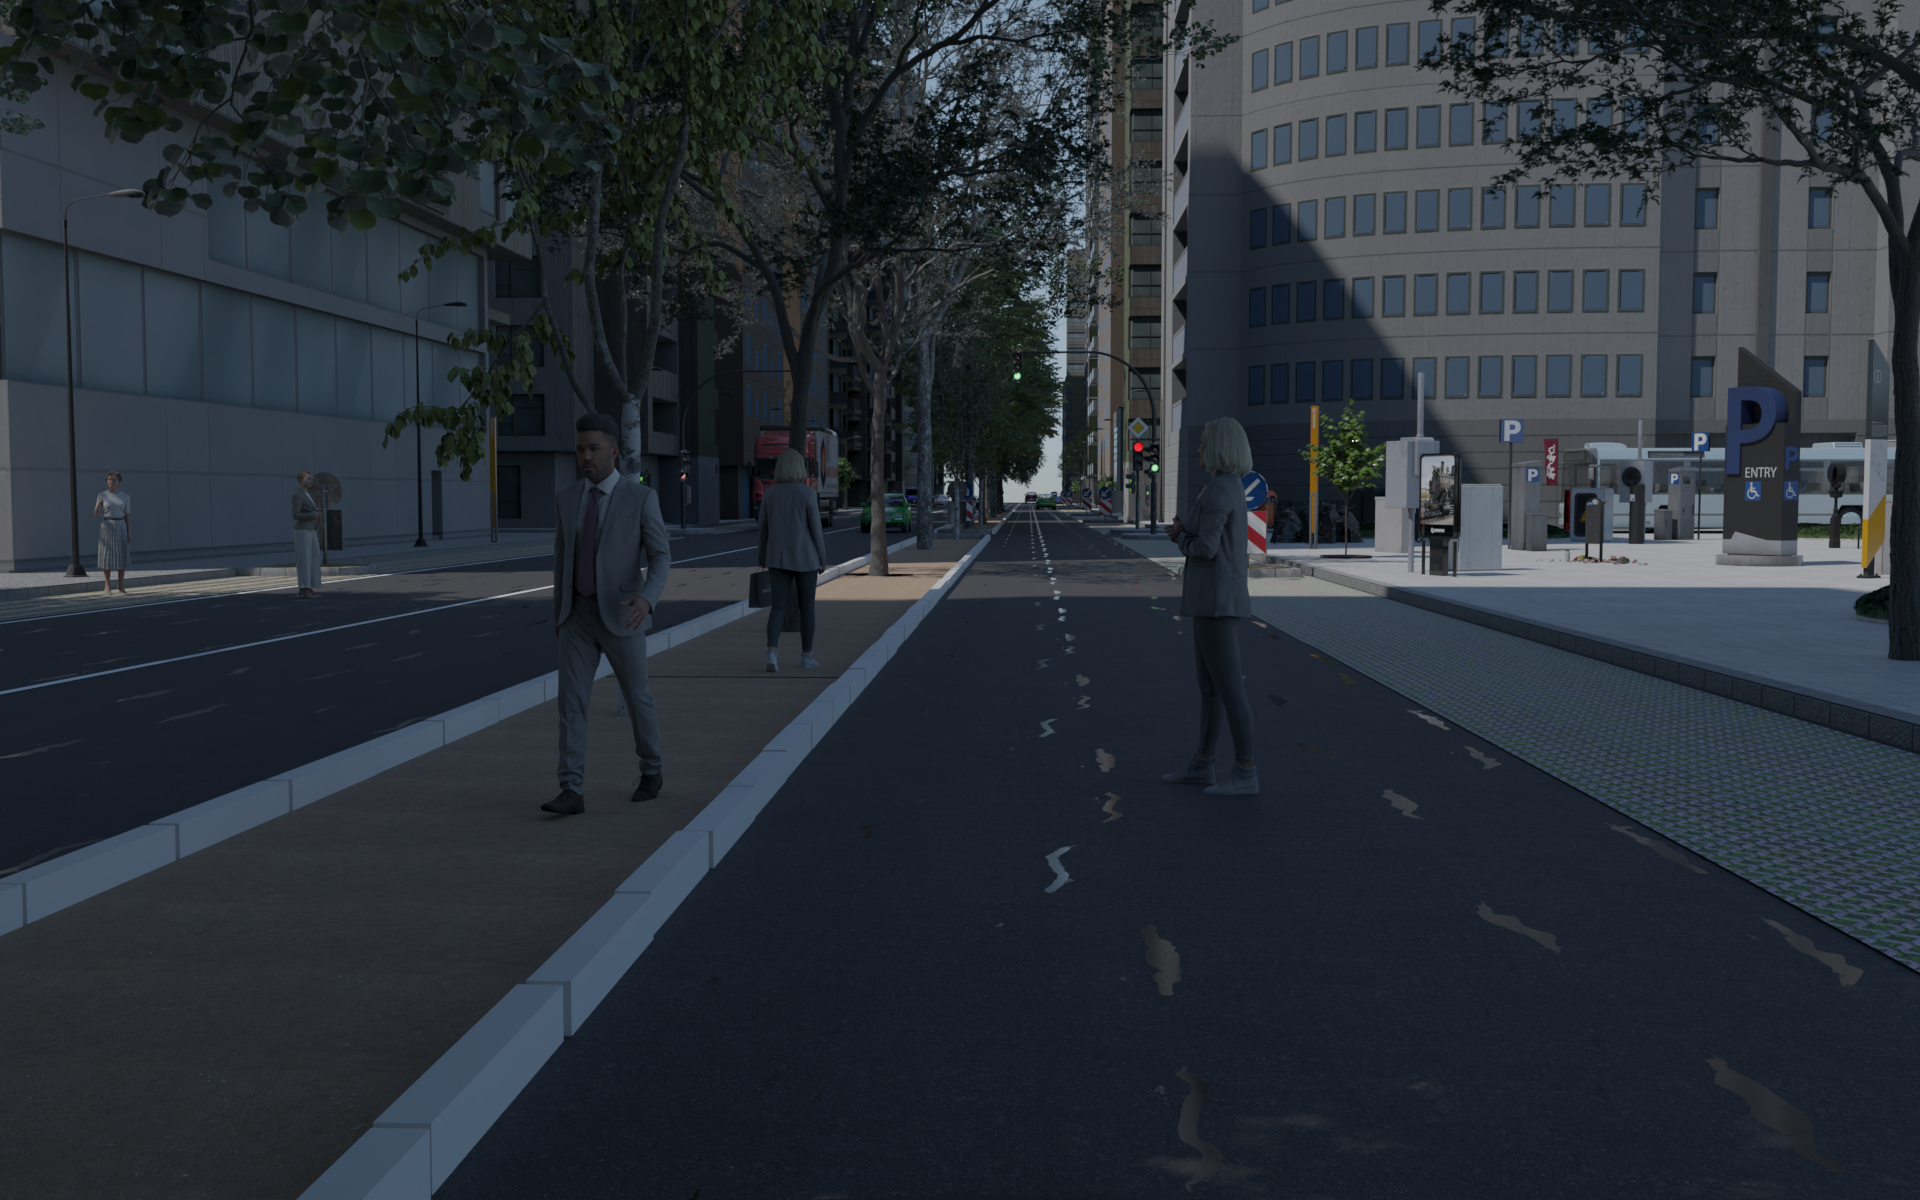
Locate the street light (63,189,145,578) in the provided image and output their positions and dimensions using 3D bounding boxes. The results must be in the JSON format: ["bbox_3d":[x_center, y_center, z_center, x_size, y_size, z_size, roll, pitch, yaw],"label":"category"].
[{"bbox_3d":[-13.128,-3.305,26.579,1.470,5.913,1.316,0,4,2],"label":"street light"}]

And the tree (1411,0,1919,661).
[{"bbox_3d":[7.009,-4.815,13.139,7.601,10.594,8.767,0,4,-1],"label":"tree"}]

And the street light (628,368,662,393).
[{"bbox_3d":[-11.617,-5.575,63.700,1.470,5.913,1.316,0,4,2],"label":"street light"}]

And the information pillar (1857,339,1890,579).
[{"bbox_3d":[13.918,-2.139,26.330,0.504,3.616,0.183,-2,4,-32],"label":"information pillar"}]

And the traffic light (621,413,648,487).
[{"bbox_3d":[-10.470,-4.081,55.646,0.839,4.253,0.868,0,4,2],"label":"traffic light"}]

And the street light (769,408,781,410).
[{"bbox_3d":[-10.346,-7.401,93.555,1.470,5.913,1.316,0,4,2],"label":"street light"}]

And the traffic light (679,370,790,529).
[{"bbox_3d":[-8.059,-5.438,63.577,4.771,5.953,1.251,0,4,2],"label":"traffic light"}]

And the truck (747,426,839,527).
[{"bbox_3d":[-6.889,-5.154,73.174,2.839,4.237,11.283,0,4,2],"label":"truck"}]

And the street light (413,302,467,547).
[{"bbox_3d":[-12.582,-4.245,41.947,1.470,5.913,1.316,0,4,2],"label":"street light"}]

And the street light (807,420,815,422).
[{"bbox_3d":[-9.764,-8.315,108.485,1.470,5.913,1.316,0,4,2],"label":"street light"}]

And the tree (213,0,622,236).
[{"bbox_3d":[-2.549,-5.747,3.077,9.857,13.997,8.962,0,3,0],"label":"tree"}]

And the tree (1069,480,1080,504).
[{"bbox_3d":[15.400,-14.442,230.721,1.663,3.219,1.824,0,3,0],"label":"tree"}]

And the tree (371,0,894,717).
[{"bbox_3d":[-2.163,-3.566,11.119,4.737,8.622,4.395,0,3,0],"label":"tree"}]

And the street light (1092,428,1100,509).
[{"bbox_3d":[10.251,-9.133,121.873,1.470,5.913,1.316,0,4,2],"label":"street light"}]

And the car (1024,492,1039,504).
[{"bbox_3d":[10.756,-15.432,260.992,2.281,1.827,5.304,0,4,2],"label":"car"}]

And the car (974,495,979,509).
[{"bbox_3d":[0.977,-9.156,162.281,1.945,1.354,3.894,0,4,3],"label":"car"}]

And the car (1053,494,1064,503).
[{"bbox_3d":[13.508,-14.180,241.439,1.945,1.707,3.694,0,4,3],"label":"car"}]

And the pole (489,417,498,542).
[{"bbox_3d":[-12.382,-3.188,45.960,0.158,3.312,0.155,0,3,0],"label":"pole"}]

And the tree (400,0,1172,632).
[{"bbox_3d":[-1.781,-4.920,17.307,8.767,10.594,7.601,0,4,2],"label":"tree"}]

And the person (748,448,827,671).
[{"bbox_3d":[-1.444,-0.328,14.047,0.709,1.800,0.728,1,4,18],"label":"person"}]

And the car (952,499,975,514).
[{"bbox_3d":[0.152,-6.712,122.319,1.945,1.354,3.894,0,4,4],"label":"car"}]

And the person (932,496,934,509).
[{"bbox_3d":[-2.655,-9.166,161.547,0.628,1.438,0.799,-3,5,-43],"label":"person"}]

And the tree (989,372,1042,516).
[{"bbox_3d":[2.037,-11.378,114.237,9.928,11.665,9.643,0,3,0],"label":"tree"}]

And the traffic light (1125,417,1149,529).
[{"bbox_3d":[6.446,-4.530,62.983,0.839,4.253,0.868,0,4,2],"label":"traffic light"}]

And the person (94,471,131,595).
[{"bbox_3d":[-11.958,-0.942,24.473,0.480,1.755,0.524,-3,4,-37],"label":"person"}]

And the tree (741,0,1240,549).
[{"bbox_3d":[0.269,-11.304,43.159,12.611,20.169,13.585,0,3,0],"label":"tree"}]

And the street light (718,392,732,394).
[{"bbox_3d":[-11.013,-6.489,78.629,1.470,5.913,1.316,0,4,2],"label":"street light"}]

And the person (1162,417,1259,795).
[{"bbox_3d":[1.179,0.022,8.328,0.526,1.800,0.537,1,4,23],"label":"person"}]

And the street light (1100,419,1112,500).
[{"bbox_3d":[9.572,-8.221,106.947,1.470,5.913,1.316,0,4,2],"label":"street light"}]

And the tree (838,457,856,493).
[{"bbox_3d":[-10.253,-9.293,135.662,4.285,4.588,4.351,0,3,0],"label":"tree"}]

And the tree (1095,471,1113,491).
[{"bbox_3d":[11.769,-8.901,140.140,1.663,3.219,1.824,0,3,0],"label":"tree"}]

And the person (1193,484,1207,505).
[{"bbox_3d":[6.351,-2.190,45.307,0.522,1.701,0.512,2,4,24],"label":"person"}]

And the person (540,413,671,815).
[{"bbox_3d":[-1.592,0.058,7.829,0.678,1.792,0.850,1,4,15],"label":"person"}]

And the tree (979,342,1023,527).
[{"bbox_3d":[0.864,-7.410,73.979,4.737,8.622,4.395,0,3,0],"label":"tree"}]

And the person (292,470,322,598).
[{"bbox_3d":[-8.935,-0.899,23.755,0.362,1.759,0.519,0,4,-1],"label":"person"}]

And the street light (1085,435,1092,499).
[{"bbox_3d":[10.868,-10.066,137.116,1.470,5.913,1.316,0,4,2],"label":"street light"}]

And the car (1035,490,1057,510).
[{"bbox_3d":[7.827,-9.100,157.585,1.959,1.807,4.718,0,4,1],"label":"car"}]

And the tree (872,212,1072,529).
[{"bbox_3d":[0.485,-8.996,67.669,7.486,12.596,7.792,0,3,0],"label":"tree"}]

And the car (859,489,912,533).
[{"bbox_3d":[-2.778,-3.470,65.527,1.959,1.807,4.718,0,4,1],"label":"car"}]

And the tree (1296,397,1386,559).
[{"bbox_3d":[7.860,-2.450,34.656,1.663,3.219,1.824,0,3,0],"label":"tree"}]

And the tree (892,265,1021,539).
[{"bbox_3d":[-0.086,-6.202,54.229,4.360,8.622,3.978,0,3,0],"label":"tree"}]

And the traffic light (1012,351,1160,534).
[{"bbox_3d":[4.035,-4.910,54.946,4.771,5.953,1.251,0,4,2],"label":"traffic light"}]

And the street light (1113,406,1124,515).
[{"bbox_3d":[9.030,-7.293,91.786,1.470,5.913,1.316,0,4,2],"label":"street light"}]

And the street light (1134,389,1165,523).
[{"bbox_3d":[8.402,-6.380,76.858,1.470,5.913,1.316,0,4,2],"label":"street light"}]

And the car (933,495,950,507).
[{"bbox_3d":[-2.159,-10.906,190.674,2.083,1.381,4.827,0,4,3],"label":"car"}]

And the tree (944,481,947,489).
[{"bbox_3d":[-3.949,-19.244,298.357,4.285,4.588,4.351,0,3,0],"label":"tree"}]

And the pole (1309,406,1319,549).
[{"bbox_3d":[8.218,-2.834,40.182,0.158,3.312,0.155,0,3,0],"label":"pole"}]

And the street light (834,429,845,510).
[{"bbox_3d":[-9.203,-9.235,123.532,1.470,5.913,1.316,0,4,2],"label":"street light"}]

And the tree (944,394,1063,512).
[{"bbox_3d":[3.156,-13.119,133.964,9.611,12.733,9.660,0,3,0],"label":"tree"}]

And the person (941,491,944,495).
[{"bbox_3d":[-2.531,-14.638,247.906,1.350,1.814,0.705,1,4,22],"label":"person"}]

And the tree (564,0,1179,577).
[{"bbox_3d":[-1.441,-7.161,29.912,12.009,13.543,11.850,0,3,0],"label":"tree"}]
